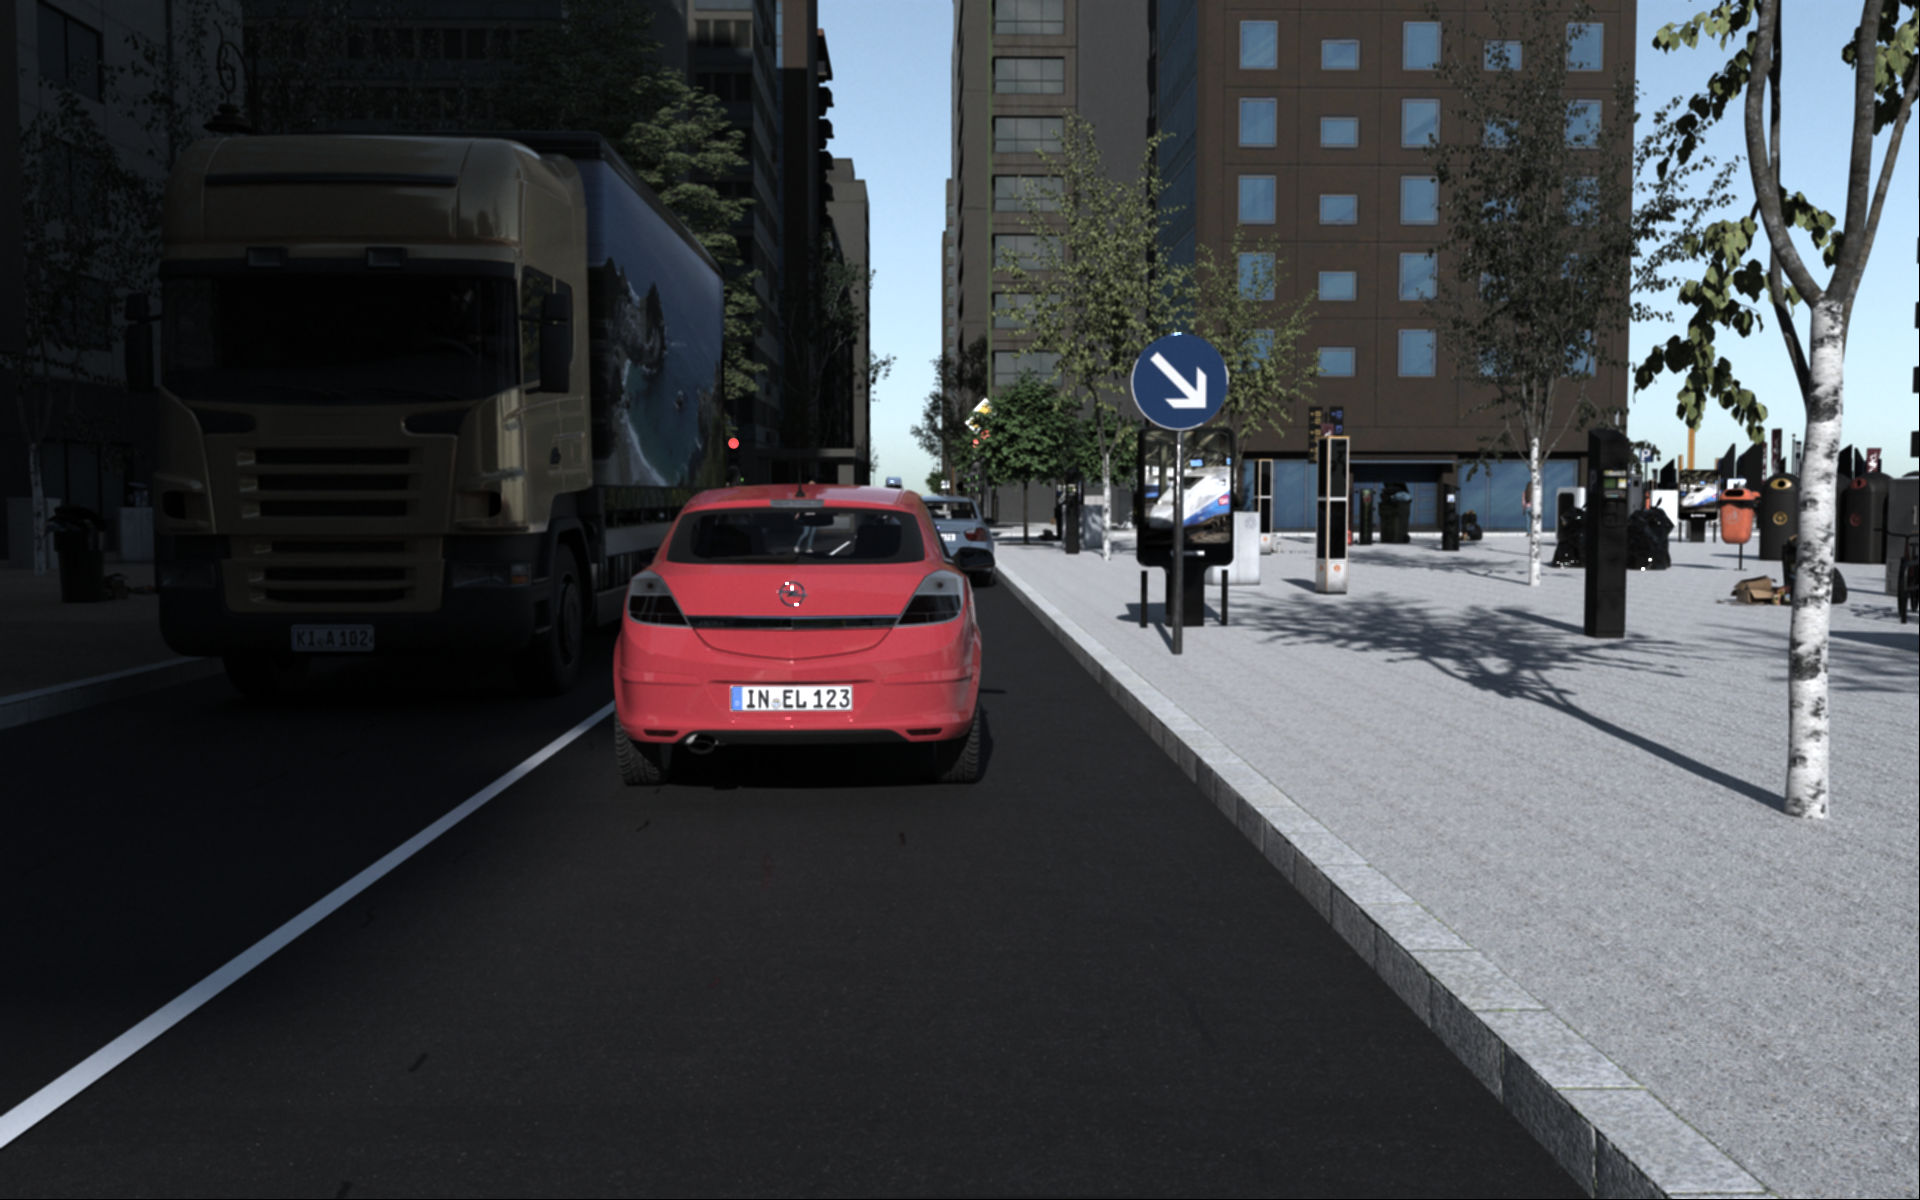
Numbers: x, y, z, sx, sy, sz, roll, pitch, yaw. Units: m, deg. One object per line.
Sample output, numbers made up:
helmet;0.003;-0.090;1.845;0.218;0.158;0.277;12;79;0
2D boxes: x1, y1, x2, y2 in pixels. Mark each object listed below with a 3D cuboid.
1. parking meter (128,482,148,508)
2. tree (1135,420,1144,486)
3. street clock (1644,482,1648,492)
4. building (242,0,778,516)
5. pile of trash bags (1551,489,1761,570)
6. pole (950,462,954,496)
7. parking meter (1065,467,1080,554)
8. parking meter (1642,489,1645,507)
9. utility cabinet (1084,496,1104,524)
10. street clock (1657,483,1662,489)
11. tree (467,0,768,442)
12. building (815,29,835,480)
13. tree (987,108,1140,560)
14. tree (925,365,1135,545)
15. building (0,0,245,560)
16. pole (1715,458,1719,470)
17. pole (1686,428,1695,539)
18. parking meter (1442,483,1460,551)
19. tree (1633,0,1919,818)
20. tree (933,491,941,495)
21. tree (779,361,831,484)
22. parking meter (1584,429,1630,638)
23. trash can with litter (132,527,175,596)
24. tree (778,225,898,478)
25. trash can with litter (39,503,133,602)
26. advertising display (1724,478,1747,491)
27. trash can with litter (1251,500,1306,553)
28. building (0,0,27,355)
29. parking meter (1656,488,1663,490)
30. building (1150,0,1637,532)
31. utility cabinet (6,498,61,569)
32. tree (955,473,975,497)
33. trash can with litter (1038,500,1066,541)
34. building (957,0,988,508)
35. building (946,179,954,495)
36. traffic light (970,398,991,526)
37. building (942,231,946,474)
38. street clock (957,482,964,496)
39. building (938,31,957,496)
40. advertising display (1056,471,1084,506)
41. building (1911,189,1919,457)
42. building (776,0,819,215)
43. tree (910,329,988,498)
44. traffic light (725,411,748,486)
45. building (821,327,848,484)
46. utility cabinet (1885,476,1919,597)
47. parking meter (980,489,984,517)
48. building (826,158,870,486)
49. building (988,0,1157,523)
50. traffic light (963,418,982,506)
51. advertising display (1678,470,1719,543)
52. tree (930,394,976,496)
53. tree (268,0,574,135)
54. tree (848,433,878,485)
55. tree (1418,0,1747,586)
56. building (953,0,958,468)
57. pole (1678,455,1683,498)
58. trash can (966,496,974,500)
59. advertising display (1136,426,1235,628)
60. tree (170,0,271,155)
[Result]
parking meter;-17.207;-1.705;36.280;0.372;1.533;0.369;0;3;0
tree;5.300;-4.743;61.259;4.285;4.588;4.351;0;3;0
street clock;39.687;-5.851;100.226;0.358;2.002;0.471;1;4;9
building;-20.196;-23.112;69.764;32.217;40.220;23.993;0;4;-1
pile of trash bags;11.950;-1.233;29.912;3.447;1.369;1.912;3;5;42
pole;-0.506;-7.201;111.575;0.158;3.312;0.155;0;3;0
parking meter;2.410;-1.920;37.099;0.255;1.863;0.399;1;4;12
parking meter;33.912;-4.762;86.271;0.372;1.533;0.369;0;3;0
utility cabinet;5.668;-3.826;73.721;1.020;1.237;0.306;0;4;4
street clock;44.631;-6.496;110.772;0.358;2.002;0.471;-3;5;-44
tree;-8.413;-7.441;39.782;7.486;12.596;7.792;0;3;0
building;-23.128;-30.993;161.364;22.147;44.769;28.867;0;4;-1
tree;2.742;-5.056;33.034;4.737;8.622;4.395;0;3;0
tree;1.758;-3.677;43.841;4.285;4.588;4.351;0;3;0
building;-28.998;-36.560;36.011;20.611;71.187;20.563;0;4;-1
pole;43.029;-6.402;98.516;0.158;3.312;0.155;0;3;0
pole;20.714;-3.380;49.104;0.158;3.312;0.155;0;3;0
parking meter;11.091;-1.878;39.108;0.372;1.533;0.369;0;3;0
tree;3.609;-3.448;6.741;4.737;8.622;4.395;0;3;0
tree;-3.280;-15.088;241.293;1.663;3.219;1.824;0;3;0
tree;-9.207;-8.944;96.595;4.737;8.622;4.395;0;3;0
parking meter;5.776;-0.597;15.469;0.255;1.863;0.399;0;4;1
trash can with litter;-9.947;-0.716;22.766;1.678;1.210;2.233;2;4;26
tree;-10.956;-16.433;124.575;12.611;20.169;13.585;0;3;0
trash can with litter;-10.450;-0.574;20.769;0.624;1.170;1.055;0;4;4
advertising display;30.727;-3.879;68.635;0.974;1.923;0.123;-1;4;-16
trash can with litter;6.623;-1.682;38.565;1.678;1.210;2.233;-1;4;-10
building;-16.240;-21.962;9.194;14.600;45.320;14.200;0;4;-1
parking meter;29.327;-3.940;72.836;0.372;1.533;0.369;0;3;0
building;14.982;-25.273;63.318;14.200;45.320;14.600;0;4;-1
utility cabinet;-16.048;-1.155;30.049;1.020;1.237;0.306;2;4;25
tree;0.116;-8.651;136.044;1.663;3.219;1.824;0;3;0
trash can with litter;2.716;-2.231;47.860;1.055;1.170;0.624;-2;4;-25
building;10.657;-32.065;147.957;21.300;48.544;21.600;0;4;-1
building;5.156;-33.230;226.905;14.154;41.232;14.086;0;4;-1
traffic light;0.725;-3.773;50.612;0.839;4.253;0.868;0;4;-1
building;4.001;-38.874;285.691;14.600;45.320;14.200;0;4;-1
street clock;0.040;-6.237;106.552;0.471;2.002;0.358;0;4;6
building;6.887;-50.724;267.594;20.563;71.187;20.611;0;4;-1
advertising display;3.098;-2.665;48.793;0.123;1.923;0.974;-3;5;-43
building;52.382;-27.286;69.835;21.600;48.544;21.300;0;4;-1
building;-18.728;-29.954;139.856;14.600;45.320;14.200;0;4;-1
tree;0.783;-9.974;97.482;7.601;10.594;8.767;-1;4;-10
traffic light;-7.577;-4.248;58.383;0.839;4.253;0.868;0;4;-1
building;-26.725;-21.149;190.825;27.650;21.520;28.899;0;4;-1
utility cabinet;11.799;-0.769;21.256;0.318;1.500;1.173;0;4;3
parking meter;1.262;-5.048;90.946;0.372;1.533;0.369;0;3;0
building;-24.139;-38.470;252.679;21.300;48.544;21.600;0;4;-1
building;8.259;-24.350;81.709;14.154;41.232;14.086;0;4;-1
traffic light;0.531;-4.261;58.595;0.839;4.253;0.868;0;4;-1
advertising display;19.580;-2.491;45.940;0.974;1.923;0.123;1;4;18
tree;-0.180;-10.672;124.846;4.360;8.622;3.978;0;3;0
tree;-7.533;-4.695;27.129;4.360;8.622;3.978;0;3;0
tree;-11.839;-15.811;208.866;4.360;8.622;3.978;0;3;0
tree;8.105;-4.491;23.796;4.360;8.622;3.978;0;3;0
building;9.775;-39.862;193.749;21.231;58.520;28.212;0;4;-1
pole;37.694;-5.922;90.675;0.158;3.312;0.155;0;3;0
trash can;0.762;-6.472;117.468;0.748;1.137;0.748;0;3;0
advertising display;2.177;-0.704;16.718;0.974;1.923;0.123;-1;4;-17
tree;-8.372;-4.319;20.982;4.360;8.622;3.978;0;3;0
